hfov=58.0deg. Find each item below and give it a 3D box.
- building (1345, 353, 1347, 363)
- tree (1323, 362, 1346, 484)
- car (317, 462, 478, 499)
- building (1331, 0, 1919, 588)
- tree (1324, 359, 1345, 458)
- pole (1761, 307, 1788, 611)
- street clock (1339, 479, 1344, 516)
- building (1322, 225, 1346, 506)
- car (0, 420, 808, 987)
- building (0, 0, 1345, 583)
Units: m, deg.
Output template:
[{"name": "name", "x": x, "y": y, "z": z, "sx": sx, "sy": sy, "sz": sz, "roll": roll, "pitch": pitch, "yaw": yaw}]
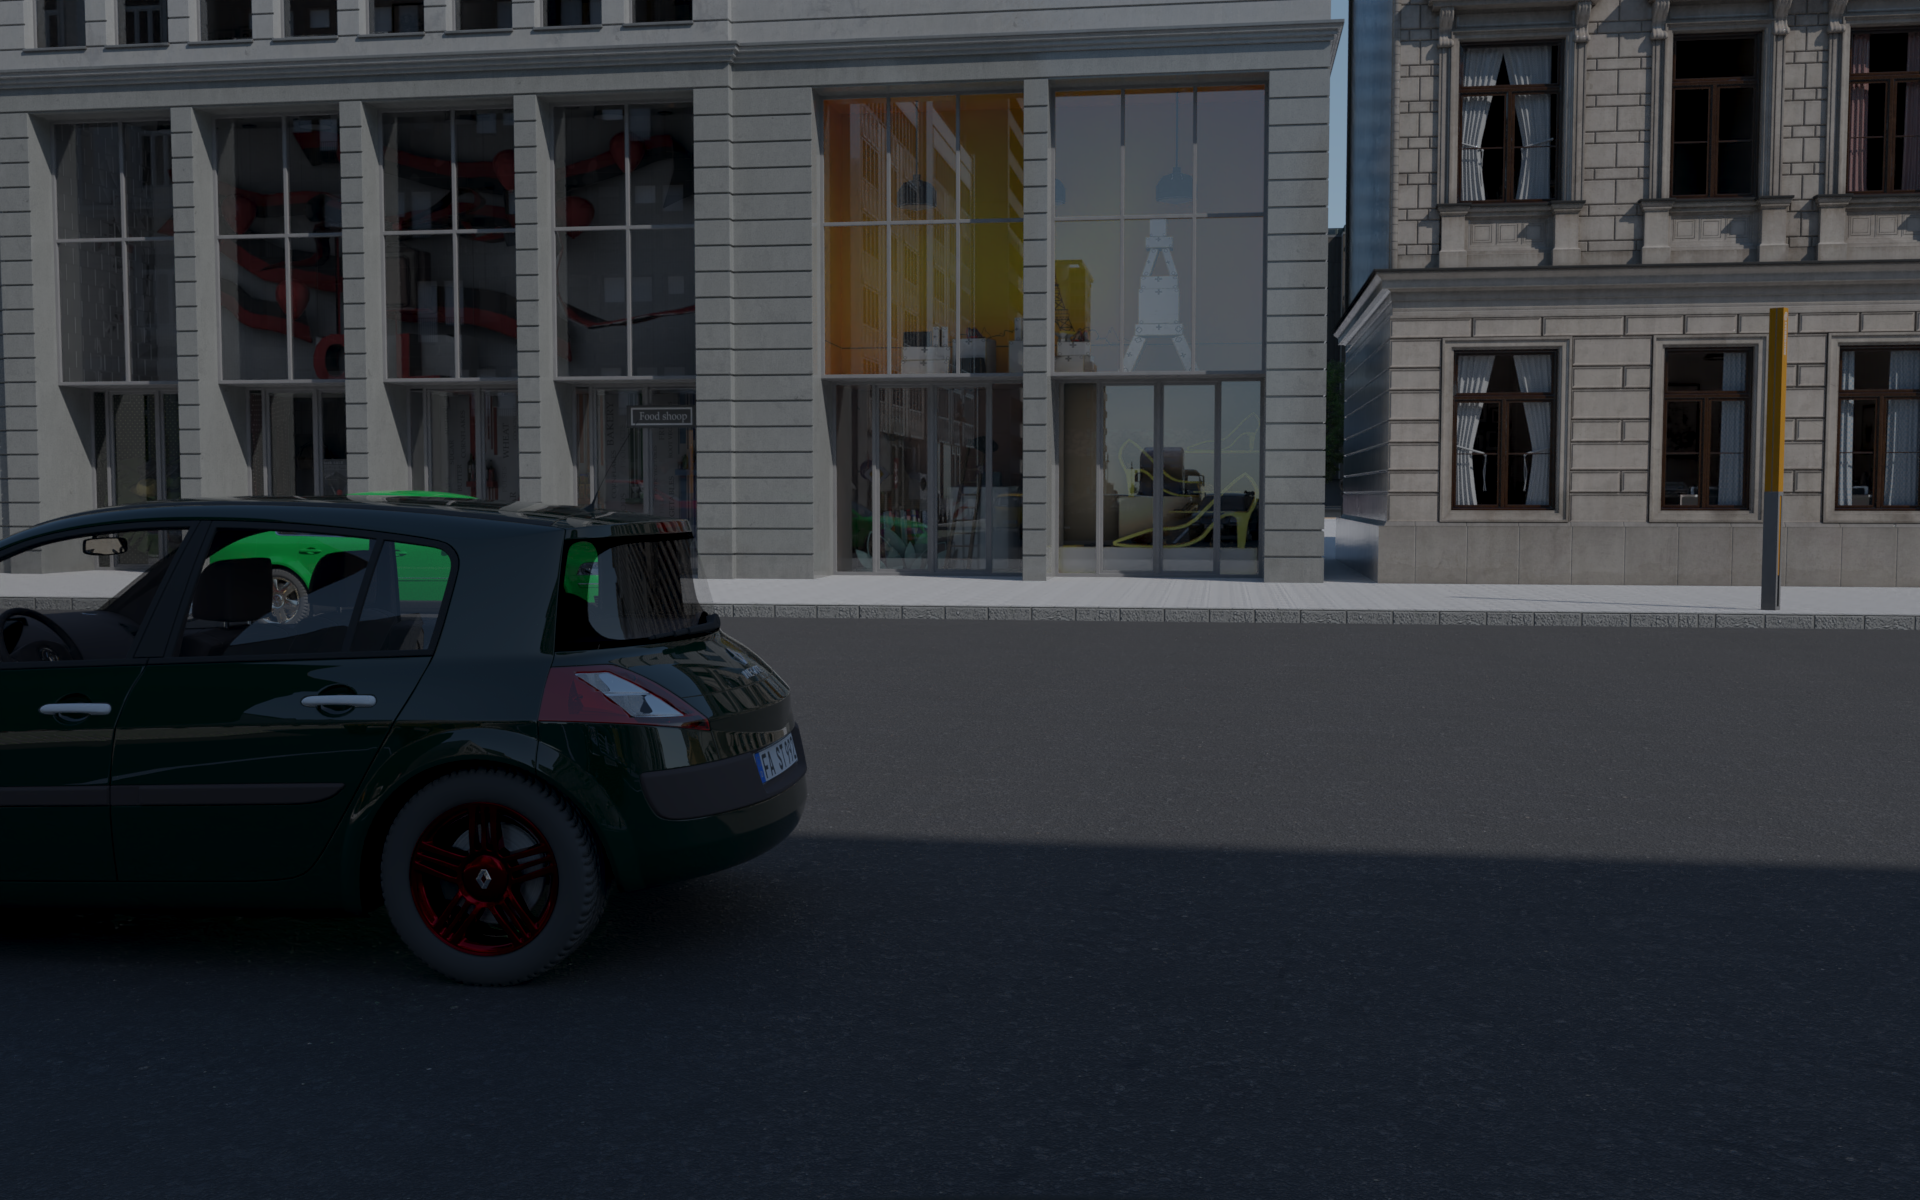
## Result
[{"name": "building", "x": 39.970, "y": -30.274, "z": 145.095, "sx": 14.600, "sy": 45.320, "sz": 14.200, "roll": 1, "pitch": 4, "yaw": 9}, {"name": "tree", "x": 26.676, "y": -13.133, "z": 132.858, "sx": 7.486, "sy": 12.596, "sz": 7.792, "roll": 0, "pitch": 3, "yaw": 0}, {"name": "car", "x": -5.613, "y": -0.597, "z": 18.556, "sx": 4.718, "sy": 1.807, "sz": 1.959, "roll": 0, "pitch": 4, "yaw": 7}, {"name": "building", "x": 15.661, "y": -9.964, "z": 27.543, "sx": 19.286, "sy": 19.102, "sz": 10.561, "roll": 1, "pitch": 4, "yaw": 9}, {"name": "tree", "x": 24.578, "y": -12.087, "z": 123.383, "sx": 9.928, "sy": 11.665, "sz": 9.643, "roll": 0, "pitch": 3, "yaw": 0}, {"name": "pole", "x": 8.967, "y": -1.543, "z": 19.064, "sx": 0.158, "sy": 3.312, "sz": 0.155, "roll": 0, "pitch": 3, "yaw": 0}, {"name": "street clock", "x": 18.943, "y": -4.950, "z": 85.507, "sx": 0.471, "sy": 2.002, "sz": 0.358, "roll": -1, "pitch": 4, "yaw": -16}, {"name": "building", "x": 44.472, "y": -25.345, "z": 186.086, "sx": 14.107, "sy": 30.474, "sz": 14.160, "roll": 1, "pitch": 4, "yaw": 9}, {"name": "car", "x": -2.633, "y": 0.233, "z": 5.979, "sx": 4.222, "sy": 1.686, "sz": 2.009, "roll": 0, "pitch": 4, "yaw": 7}, {"name": "building", "x": -8.521, "y": -15.538, "z": 31.532, "sx": 29.804, "sy": 29.767, "sz": 11.434, "roll": 1, "pitch": 4, "yaw": 9}]
